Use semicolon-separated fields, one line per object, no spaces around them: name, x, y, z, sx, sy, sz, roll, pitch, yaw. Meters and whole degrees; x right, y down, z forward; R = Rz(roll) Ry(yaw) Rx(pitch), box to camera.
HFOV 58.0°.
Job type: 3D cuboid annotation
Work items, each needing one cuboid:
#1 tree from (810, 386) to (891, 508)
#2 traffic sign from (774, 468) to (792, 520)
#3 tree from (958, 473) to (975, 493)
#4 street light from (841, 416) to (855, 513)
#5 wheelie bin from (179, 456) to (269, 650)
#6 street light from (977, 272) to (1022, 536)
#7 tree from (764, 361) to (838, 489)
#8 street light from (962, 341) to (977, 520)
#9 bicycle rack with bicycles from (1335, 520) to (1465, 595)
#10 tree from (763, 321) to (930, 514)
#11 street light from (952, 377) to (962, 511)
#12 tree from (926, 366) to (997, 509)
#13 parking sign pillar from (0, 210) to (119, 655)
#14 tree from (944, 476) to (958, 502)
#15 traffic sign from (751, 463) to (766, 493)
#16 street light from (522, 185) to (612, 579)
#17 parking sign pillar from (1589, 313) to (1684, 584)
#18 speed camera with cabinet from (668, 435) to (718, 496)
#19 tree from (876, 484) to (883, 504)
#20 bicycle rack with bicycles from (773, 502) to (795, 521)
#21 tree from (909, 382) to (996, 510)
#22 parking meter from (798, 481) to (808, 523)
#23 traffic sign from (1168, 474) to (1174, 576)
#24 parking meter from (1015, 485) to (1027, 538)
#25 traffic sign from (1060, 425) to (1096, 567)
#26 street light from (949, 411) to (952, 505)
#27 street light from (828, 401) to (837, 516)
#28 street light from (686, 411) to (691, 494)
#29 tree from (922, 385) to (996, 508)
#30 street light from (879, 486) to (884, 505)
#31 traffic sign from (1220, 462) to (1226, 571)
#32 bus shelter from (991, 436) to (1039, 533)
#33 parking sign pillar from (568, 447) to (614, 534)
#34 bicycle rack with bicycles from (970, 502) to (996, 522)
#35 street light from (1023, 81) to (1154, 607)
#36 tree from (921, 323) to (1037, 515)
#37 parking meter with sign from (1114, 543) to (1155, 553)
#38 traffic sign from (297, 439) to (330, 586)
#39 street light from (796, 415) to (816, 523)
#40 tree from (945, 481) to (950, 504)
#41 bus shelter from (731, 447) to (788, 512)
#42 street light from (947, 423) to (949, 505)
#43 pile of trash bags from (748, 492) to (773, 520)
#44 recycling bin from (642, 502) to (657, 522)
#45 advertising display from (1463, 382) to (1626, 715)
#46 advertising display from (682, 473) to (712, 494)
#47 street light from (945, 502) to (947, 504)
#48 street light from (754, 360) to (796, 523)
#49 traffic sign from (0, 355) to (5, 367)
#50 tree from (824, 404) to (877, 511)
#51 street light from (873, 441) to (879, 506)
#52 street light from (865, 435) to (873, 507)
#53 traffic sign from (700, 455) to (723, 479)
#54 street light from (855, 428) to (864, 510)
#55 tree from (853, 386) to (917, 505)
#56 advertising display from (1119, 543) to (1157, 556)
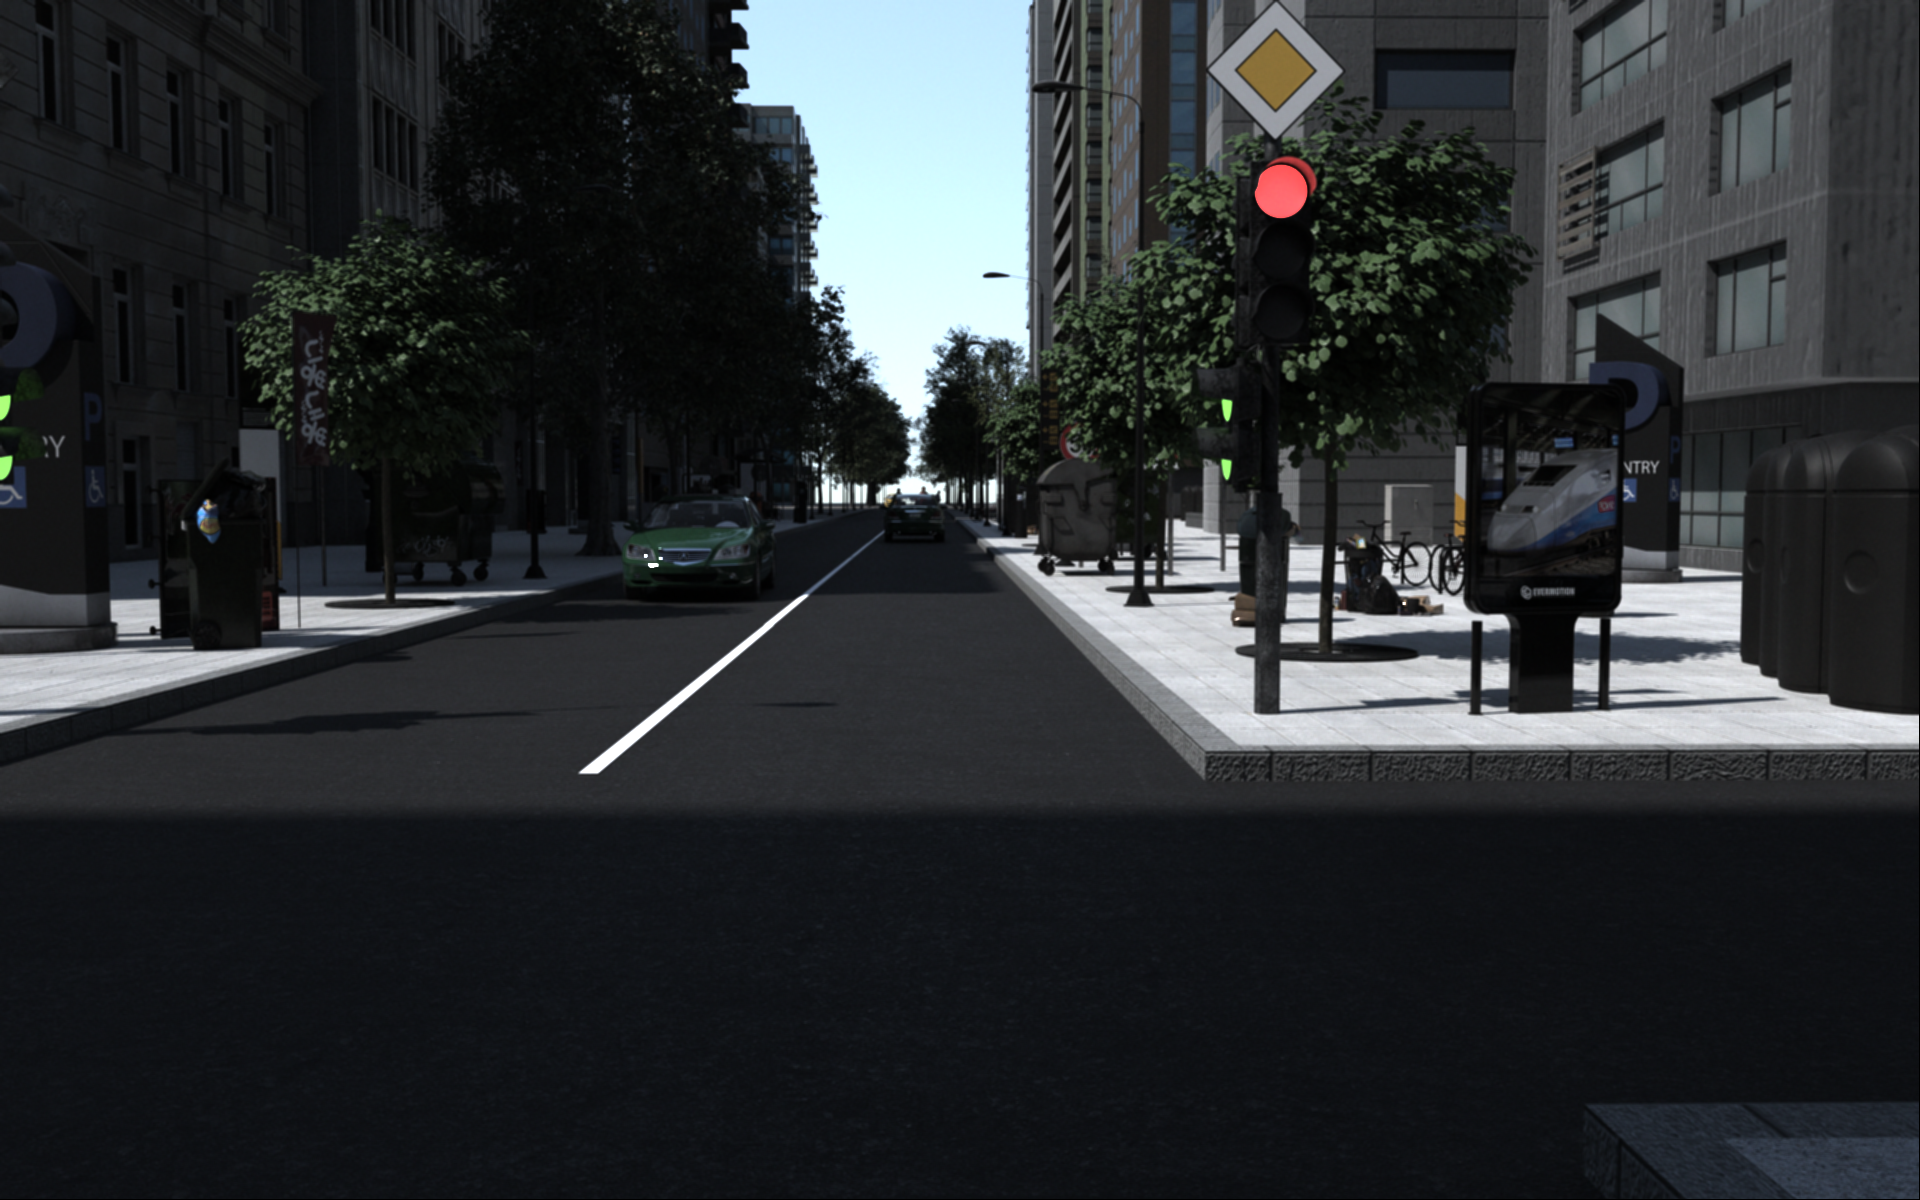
tree;-10.021;-14.657;157.767;7.486;12.596;7.792;0;3;0
traffic sign;-8.737;-5.226;85.443;0.884;2.594;0.081;0;4;6
tree;0.767;-10.024;158.492;1.663;3.219;1.824;0;3;0
street light;-7.214;-8.012;103.542;1.470;5.913;1.316;0;4;-1
wheelie bin;-6.168;-0.406;14.549;0.693;1.594;0.980;-2;4;-26
street light;1.174;-3.906;36.397;1.470;5.913;1.316;0;4;-1
tree;-8.349;-8.663;92.002;4.737;8.622;4.395;0;3;0
street light;0.895;-4.899;52.639;1.470;5.913;1.316;0;4;-1
bicycle rack with bicycles;6.449;-0.616;23.452;2.925;0.926;2.852;-3;5;-40
tree;-9.086;-12.312;111.669;12.009;13.543;11.850;0;3;0
street light;0.542;-5.892;68.879;1.470;5.913;1.316;0;4;-1
tree;0.443;-14.283;151.658;7.486;12.596;7.792;0;3;0
parking sign pillar;-7.832;-1.583;14.348;1.447;3.967;1.447;0;4;-1
tree;-1.338;-17.396;234.781;4.360;8.622;3.978;0;3;0
traffic sign;-8.304;-4.389;71.860;0.768;2.556;0.104;1;4;9
street light;-5.918;-3.279;26.145;1.470;5.913;1.316;0;4;-1
parking sign pillar;9.857;-2.257;25.381;1.447;3.967;1.447;-3;5;-42
speed camera with cabinet;-9.036;-3.936;58.681;0.660;3.252;2.038;2;4;29
tree;-11.226;-14.346;229.153;1.663;3.219;1.824;0;3;0
bicycle rack with bicycles;-8.520;-4.254;82.928;2.852;0.926;2.925;0;4;-6
tree;0.479;-12.416;137.410;8.767;10.594;7.601;-1;4;-19
parking meter;-6.869;-4.278;75.648;0.399;1.863;0.255;0;4;1
traffic sign;3.298;-1.650;27.083;0.768;2.556;0.104;0;4;7
parking meter;1.774;-2.566;50.363;0.372;1.533;0.369;0;3;0
traffic sign;2.119;-1.842;30.224;0.768;2.556;0.104;0;4;5
street light;0.305;-6.886;85.121;1.470;5.913;1.316;0;4;-1
street light;-6.883;-6.982;86.693;1.470;5.913;1.316;0;4;-1
street light;-6.306;-4.346;43.596;1.470;5.913;1.316;0;4;-1
tree;0.120;-15.373;168.354;9.611;12.733;9.660;0;3;0
street light;-8.369;-12.072;169.914;1.470;5.913;1.316;0;4;-1
traffic sign;4.377;-1.753;28.760;0.768;2.556;0.104;0;4;3
bus shelter;2.208;-5.091;60.876;2.179;5.291;8.768;0;4;-1
parking sign pillar;-11.915;-4.119;55.814;1.447;3.967;1.447;1;4;9
bicycle rack with bicycles;2.166;-4.047;79.558;2.925;0.926;2.852;1;4;17
street light;1.507;-2.881;19.646;1.470;5.913;1.316;0;4;-1
tree;1.189;-11.043;106.314;9.928;11.665;9.643;0;3;0
parking meter with sign;3.710;-2.580;38.436;0.543;3.016;1.738;-2;4;-32
traffic sign;-8.854;-1.400;24.068;0.795;2.450;0.064;0;4;7
street light;-6.788;-6.416;77.448;1.470;5.913;1.316;0;4;-1
tree;-1.643;-19.003;221.074;12.009;13.543;11.850;0;3;0
bus shelter;-8.897;-5.095;77.230;2.014;3.302;5.546;0;4;-1
street light;0.146;-7.553;96.035;1.470;5.913;1.316;0;4;-1
pile of trash bags;-7.712;-3.242;62.766;1.912;1.369;3.447;-1;4;-21
recycling bin;-9.101;-2.424;52.192;0.722;1.027;0.722;-3;5;-42
advertising display;3.417;-0.301;10.135;0.974;1.923;0.123;-1;4;-14
advertising display;-8.220;-2.996;54.206;0.974;1.923;0.123;-2;4;-31
street light;-0.120;-8.547;112.276;1.470;5.913;1.316;0;4;-1
street light;-6.541;-5.339;59.838;1.470;5.913;1.316;0;4;-1
traffic sign;-7.764;-0.816;13.444;0.768;2.556;0.104;0;4;3
tree;-8.372;-10.952;129.434;4.360;8.622;3.978;0;3;0
street light;-8.152;-11.026;152.809;1.470;5.913;1.316;0;4;-1
street light;-7.790;-10.024;136.434;1.470;5.913;1.316;0;4;-1
traffic sign;-8.206;-3.485;57.082;0.768;2.556;0.104;0;4;4
street light;-7.537;-9.031;120.192;1.470;5.913;1.316;0;4;-1
tree;-10.318;-18.570;210.267;9.857;13.997;8.962;0;3;0
advertising display;3.741;-1.893;36.161;0.974;1.923;0.123;-2;4;-25
